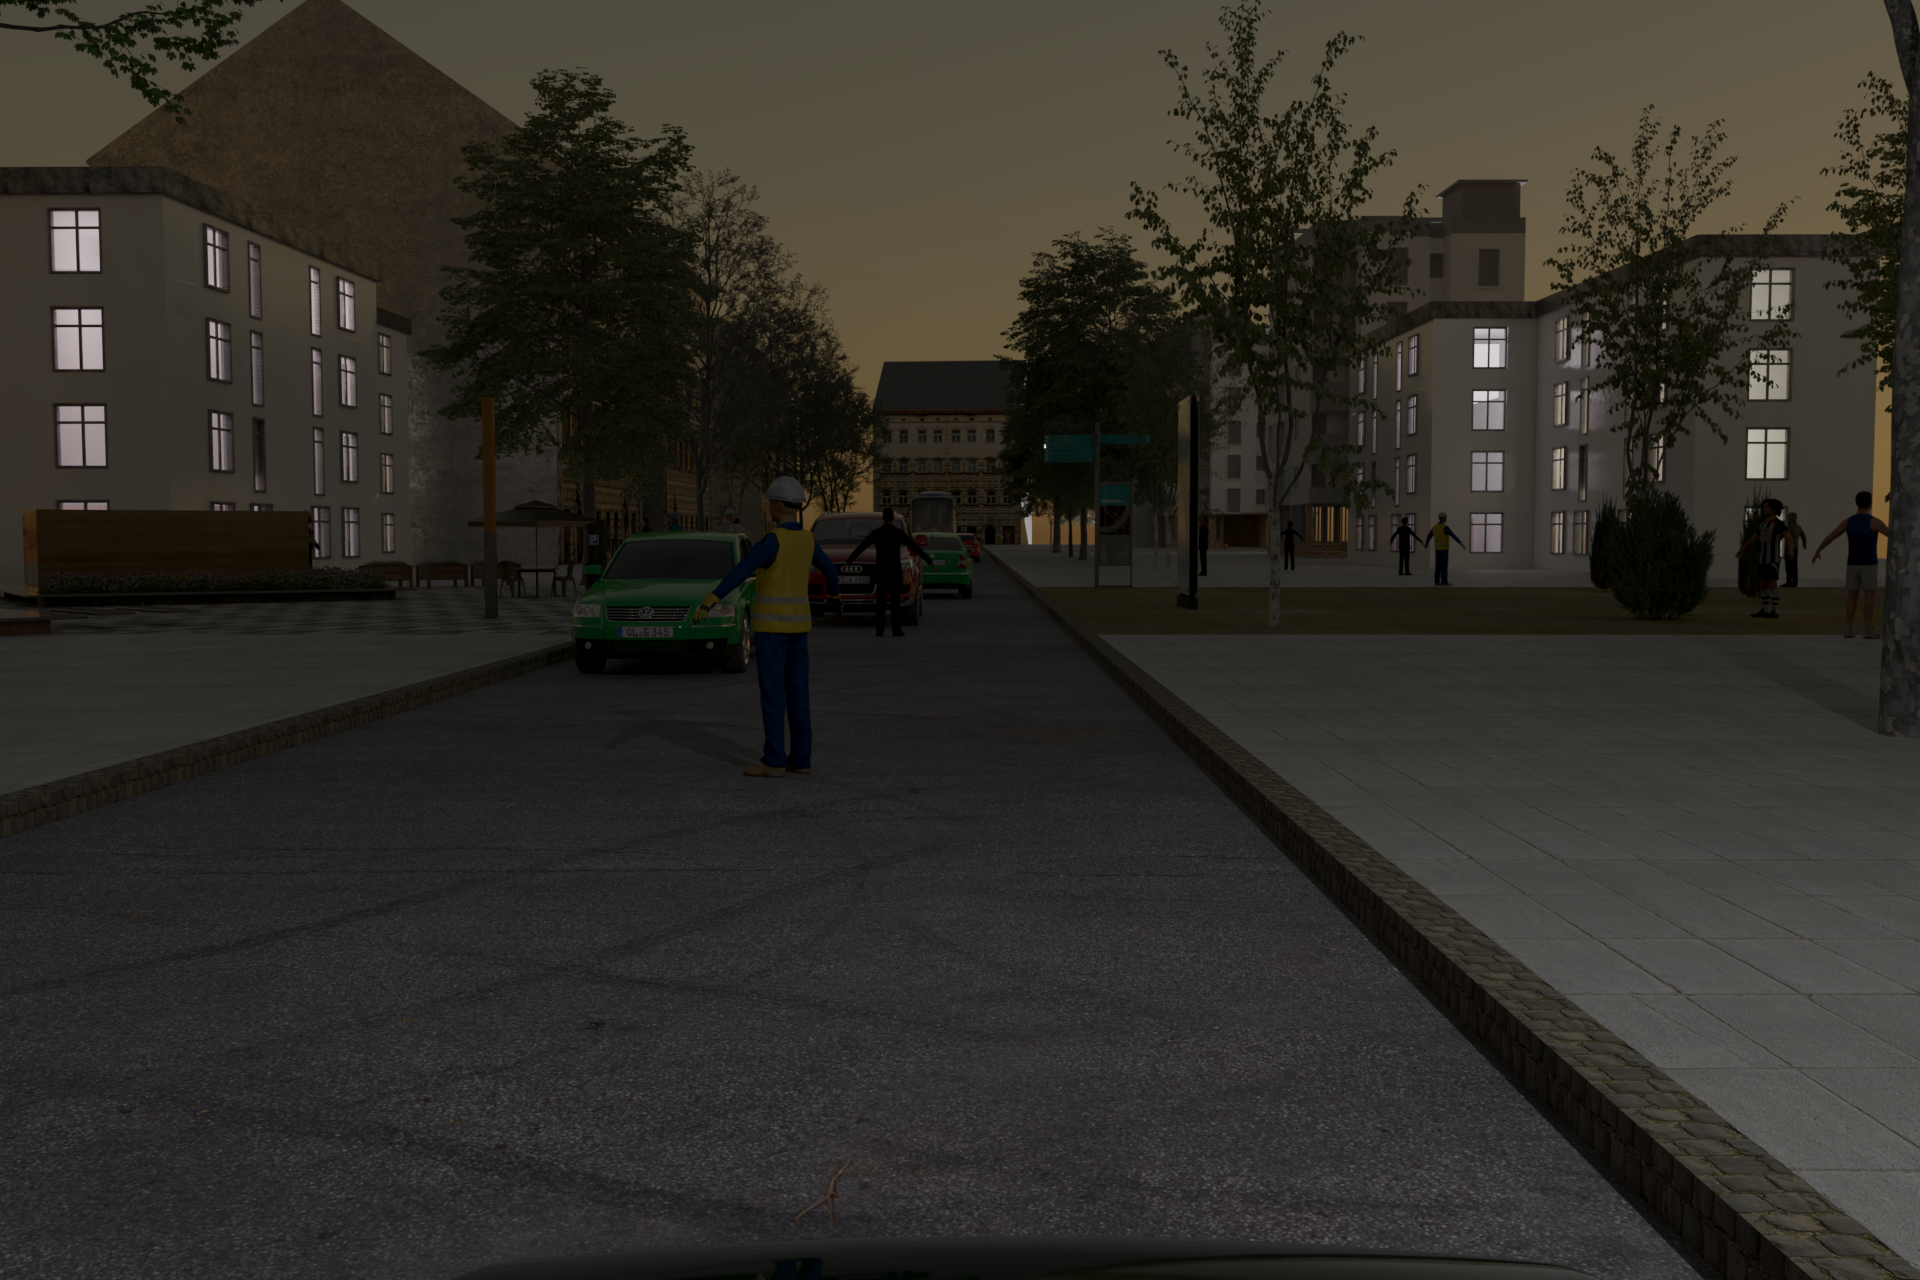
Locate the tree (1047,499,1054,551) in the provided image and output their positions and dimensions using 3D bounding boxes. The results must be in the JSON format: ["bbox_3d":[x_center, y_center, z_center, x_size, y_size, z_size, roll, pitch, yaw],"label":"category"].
[{"bbox_3d":[6.546,-10.922,128.933,4.360,8.622,3.978,0,3,0],"label":"tree"}]

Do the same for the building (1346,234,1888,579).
[{"bbox_3d":[21.498,-7.372,62.686,9.099,9.664,28.070,0,4,0],"label":"building"}]

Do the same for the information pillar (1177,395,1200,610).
[{"bbox_3d":[3.971,-2.375,30.152,0.184,3.620,1.656,0,4,0],"label":"information pillar"}]

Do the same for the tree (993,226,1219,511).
[{"bbox_3d":[6.217,-10.114,72.025,9.857,13.997,8.962,0,3,0],"label":"tree"}]

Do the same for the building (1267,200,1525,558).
[{"bbox_3d":[23.941,-15.184,104.673,16.016,20.090,11.380,0,4,0],"label":"building"}]

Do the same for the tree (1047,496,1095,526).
[{"bbox_3d":[15.709,-19.077,218.558,9.857,13.997,8.962,0,3,0],"label":"tree"}]

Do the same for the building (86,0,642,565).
[{"bbox_3d":[-25.634,-15.197,79.394,19.493,23.208,18.063,0,3,0],"label":"building"}]

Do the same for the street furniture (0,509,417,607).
[{"bbox_3d":[-14.343,-1.649,33.813,11.010,1.723,9.812,-2,4,-35],"label":"street furniture"}]

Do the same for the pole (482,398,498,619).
[{"bbox_3d":[-7.068,-1.969,26.033,0.158,3.312,0.155,0,3,0],"label":"pole"}]

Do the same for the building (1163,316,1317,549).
[{"bbox_3d":[23.751,-18.419,157.578,16.016,20.090,11.380,0,3,0],"label":"building"}]

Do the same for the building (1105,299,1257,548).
[{"bbox_3d":[24.043,-20.753,170.242,19.493,23.208,18.063,0,4,1],"label":"building"}]

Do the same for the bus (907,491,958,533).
[{"bbox_3d":[-1.471,-6.828,103.186,2.896,3.916,12.251,0,4,1],"label":"bus"}]

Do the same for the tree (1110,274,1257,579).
[{"bbox_3d":[5.863,-6.054,49.338,4.360,8.622,3.978,0,3,0],"label":"tree"}]

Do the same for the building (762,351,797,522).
[{"bbox_3d":[-27.236,-19.324,182.401,16.747,18.905,31.486,0,4,1],"label":"building"}]

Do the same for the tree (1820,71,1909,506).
[{"bbox_3d":[14.682,-4.608,25.704,4.737,8.622,4.395,0,3,0],"label":"tree"}]

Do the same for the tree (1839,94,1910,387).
[{"bbox_3d":[21.481,-7.137,34.811,7.486,12.596,7.792,0,3,0],"label":"tree"}]

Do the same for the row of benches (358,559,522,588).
[{"bbox_3d":[-12.570,-1.609,41.764,4.104,0.672,1.422,-3,5,-44],"label":"row of benches"}]

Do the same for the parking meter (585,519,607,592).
[{"bbox_3d":[-6.129,-1.270,29.182,0.372,1.533,0.369,0,3,0],"label":"parking meter"}]

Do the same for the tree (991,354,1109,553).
[{"bbox_3d":[6.558,-12.949,118.369,9.857,13.997,8.962,0,3,0],"label":"tree"}]

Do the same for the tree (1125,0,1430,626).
[{"bbox_3d":[4.337,-4.482,23.643,4.737,8.622,4.395,0,3,0],"label":"tree"}]

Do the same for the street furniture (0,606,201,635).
[{"bbox_3d":[-17.021,-0.961,22.568,9.812,1.723,11.010,3,5,43],"label":"street furniture"}]

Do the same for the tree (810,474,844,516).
[{"bbox_3d":[-15.777,-16.044,212.689,4.360,8.622,3.978,0,3,0],"label":"tree"}]

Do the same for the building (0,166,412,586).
[{"bbox_3d":[-22.431,-6.830,53.822,9.099,9.664,28.070,0,4,1],"label":"building"}]

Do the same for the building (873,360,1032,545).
[{"bbox_3d":[-0.590,-23.534,218.169,18.063,23.208,19.493,0,4,6],"label":"building"}]

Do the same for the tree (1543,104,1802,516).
[{"bbox_3d":[12.356,-4.912,30.670,4.737,8.622,4.395,0,3,0],"label":"tree"}]

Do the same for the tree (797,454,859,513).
[{"bbox_3d":[-16.640,-17.976,219.663,9.928,11.665,9.643,0,3,0],"label":"tree"}]

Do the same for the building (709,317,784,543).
[{"bbox_3d":[-26.016,-19.821,155.008,19.493,23.208,18.063,0,4,1],"label":"building"}]

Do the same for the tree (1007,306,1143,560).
[{"bbox_3d":[6.098,-10.267,85.984,7.486,12.596,7.792,0,3,0],"label":"tree"}]

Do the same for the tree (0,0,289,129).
[{"bbox_3d":[-9.022,-5.345,13.142,9.928,11.665,9.643,0,3,0],"label":"tree"}]

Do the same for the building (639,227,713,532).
[{"bbox_3d":[-24.993,-16.492,100.573,19.493,23.208,18.063,0,4,-1],"label":"building"}]

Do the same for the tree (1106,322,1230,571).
[{"bbox_3d":[7.015,-6.717,60.191,4.737,8.622,4.395,0,3,0],"label":"tree"}]
